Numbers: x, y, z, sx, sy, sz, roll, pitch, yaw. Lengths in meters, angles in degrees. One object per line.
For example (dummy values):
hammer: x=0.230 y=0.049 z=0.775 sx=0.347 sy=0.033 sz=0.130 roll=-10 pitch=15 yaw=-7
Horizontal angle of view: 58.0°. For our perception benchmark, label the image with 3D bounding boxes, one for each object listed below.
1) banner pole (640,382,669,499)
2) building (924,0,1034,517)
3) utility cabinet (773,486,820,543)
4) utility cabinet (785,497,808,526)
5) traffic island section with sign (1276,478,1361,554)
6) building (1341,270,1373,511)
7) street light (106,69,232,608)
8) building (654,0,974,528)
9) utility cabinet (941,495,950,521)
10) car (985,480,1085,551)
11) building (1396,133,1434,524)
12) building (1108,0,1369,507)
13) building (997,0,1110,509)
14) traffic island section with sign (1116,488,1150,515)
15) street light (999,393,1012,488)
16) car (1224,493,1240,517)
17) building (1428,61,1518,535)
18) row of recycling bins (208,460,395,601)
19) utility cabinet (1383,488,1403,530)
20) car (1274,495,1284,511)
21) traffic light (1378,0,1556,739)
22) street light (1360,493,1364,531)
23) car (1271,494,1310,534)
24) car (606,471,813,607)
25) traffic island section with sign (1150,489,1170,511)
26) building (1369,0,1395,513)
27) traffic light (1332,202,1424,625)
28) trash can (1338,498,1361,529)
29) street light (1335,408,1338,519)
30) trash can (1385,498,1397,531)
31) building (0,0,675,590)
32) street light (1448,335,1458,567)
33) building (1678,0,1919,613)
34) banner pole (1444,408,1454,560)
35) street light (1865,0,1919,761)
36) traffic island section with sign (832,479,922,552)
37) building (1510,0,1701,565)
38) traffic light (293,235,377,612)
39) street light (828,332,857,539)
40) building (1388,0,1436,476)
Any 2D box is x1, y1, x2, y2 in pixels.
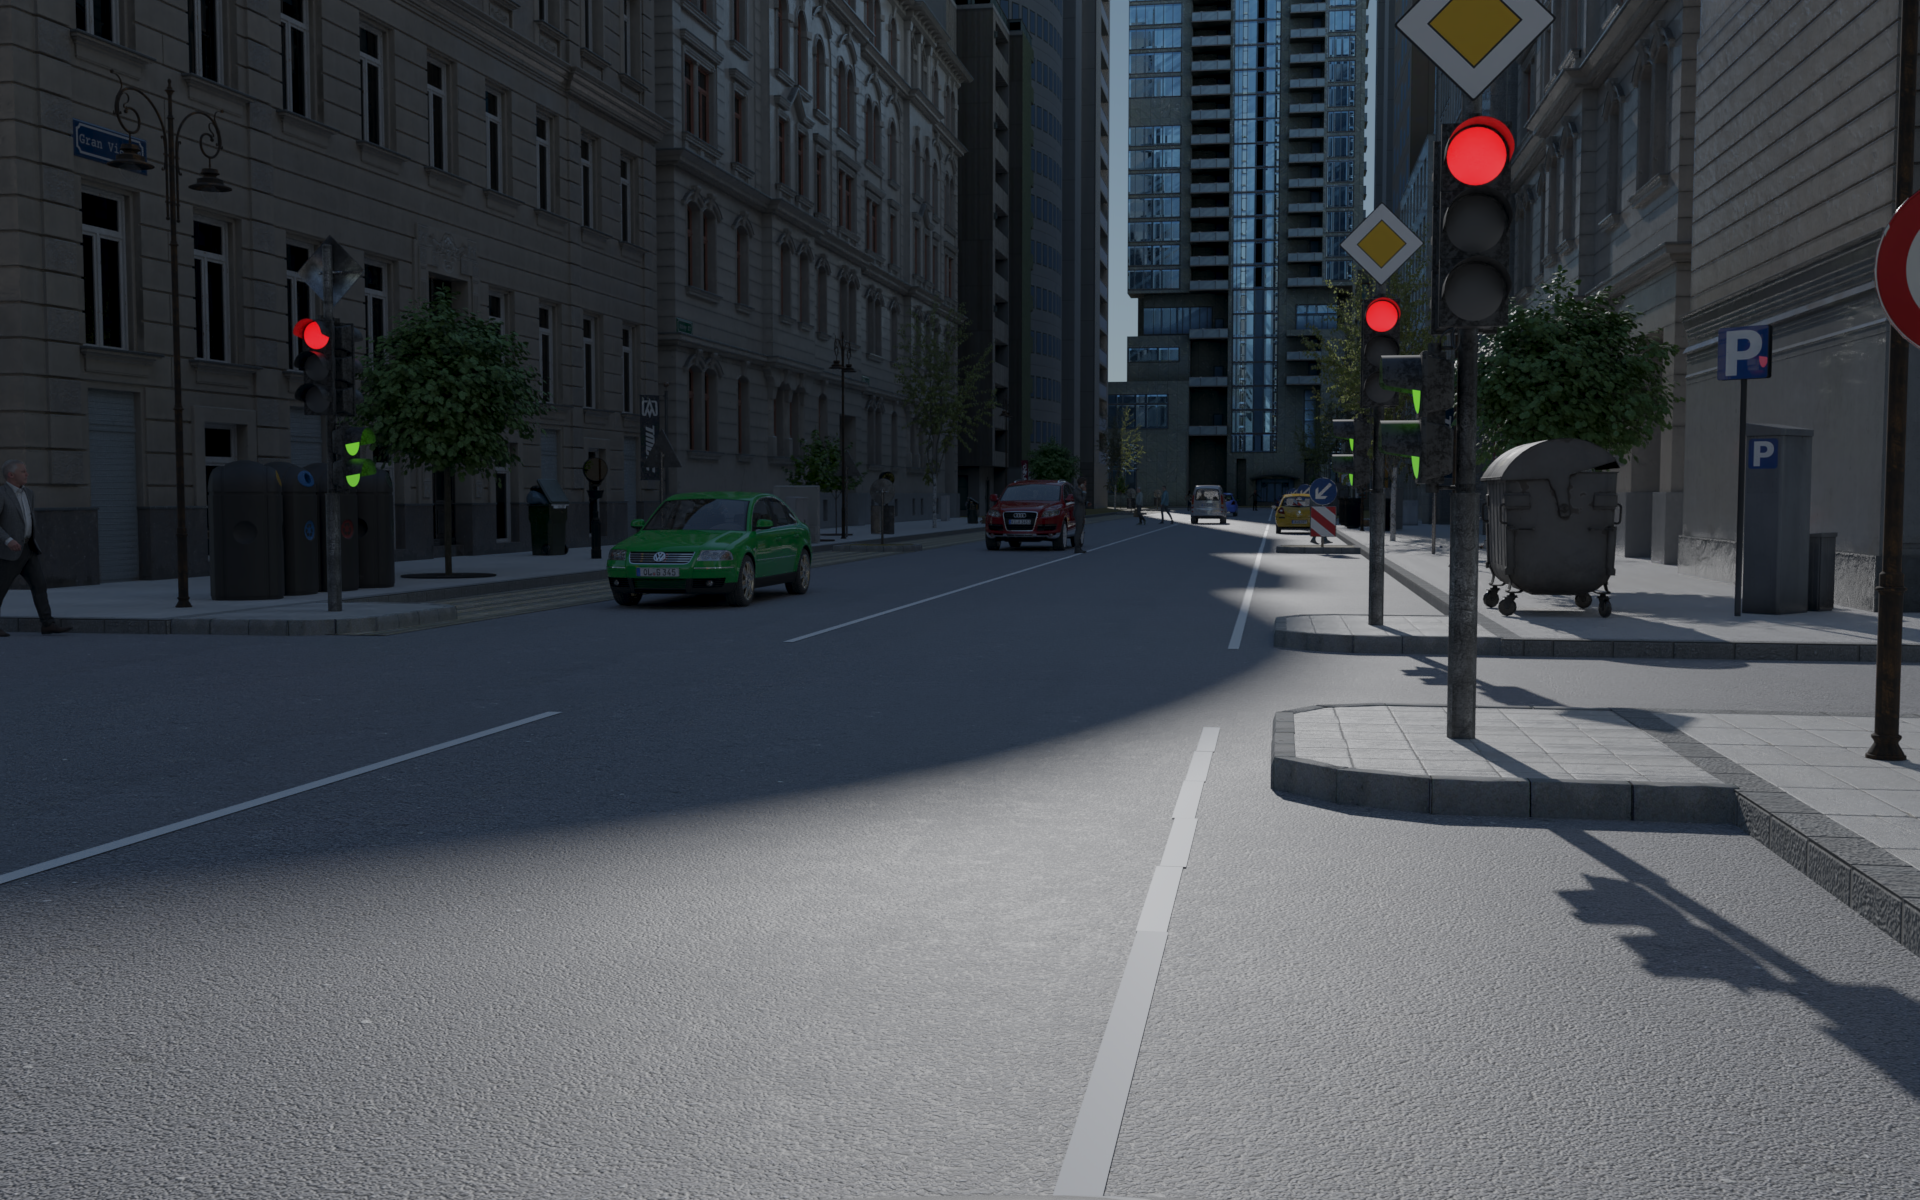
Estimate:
banner pole: x=-6.745 y=-2.970 z=38.577 sx=0.863 sy=3.779 sz=0.401 roll=-2 pitch=4 yaw=-32
building: x=-3.599 y=-20.184 z=101.717 sx=14.160 sy=30.474 sz=14.107 roll=1 pitch=4 yaw=10
utility cabinet: x=-4.236 y=-2.214 z=44.874 sx=1.173 sy=1.500 sz=0.318 roll=1 pitch=4 yaw=8
utility cabinet: x=-4.073 y=-1.970 z=43.365 sx=0.306 sy=1.237 sz=1.020 roll=1 pitch=4 yaw=12
traffic island section with sign: x=8.761 y=-2.067 z=42.418 sx=1.989 sy=1.847 sz=2.006 roll=1 pitch=4 yaw=10
building: x=46.768 y=-18.368 z=145.363 sx=27.650 sy=21.520 sz=28.899 roll=1 pitch=4 yaw=10
street light: x=-8.795 y=-2.854 z=19.444 sx=0.468 sy=5.910 sz=1.993 roll=1 pitch=4 yaw=10
building: x=-8.119 y=-18.095 z=83.249 sx=14.401 sy=28.519 sz=23.554 roll=1 pitch=4 yaw=10
utility cabinet: x=-0.700 y=-4.320 z=81.790 sx=0.306 sy=1.237 sz=1.020 roll=1 pitch=4 yaw=8
car: x=2.028 y=-2.260 z=45.621 sx=2.281 sy=1.827 sz=5.304 roll=1 pitch=4 yaw=12
building: x=26.396 y=-13.828 z=80.847 sx=10.420 sy=20.320 sz=16.860 roll=1 pitch=4 yaw=10
building: x=30.247 y=-53.416 z=186.028 sx=31.000 sy=86.520 sz=22.319 roll=1 pitch=4 yaw=10
building: x=-0.907 y=-37.606 z=156.861 sx=28.212 sy=58.520 sz=21.231 roll=1 pitch=4 yaw=10
traffic island section with sign: x=11.842 y=-6.770 z=119.320 sx=1.989 sy=1.847 sz=2.006 roll=1 pitch=4 yaw=10
street light: x=2.107 y=-6.500 z=79.068 sx=0.468 sy=5.910 sz=1.993 roll=1 pitch=4 yaw=10
car: x=17.039 y=-6.248 z=111.749 sx=1.945 sy=1.707 sz=3.694 roll=1 pitch=4 yaw=11
building: x=24.014 y=-14.924 z=62.026 sx=12.078 sy=24.808 sz=19.932 roll=1 pitch=4 yaw=10
row of recycling bins: x=-8.518 y=-0.940 z=22.476 sx=1.069 sy=1.692 sz=3.534 roll=1 pitch=4 yaw=11
utility cabinet: x=15.294 y=-3.235 z=61.575 sx=1.173 sy=1.500 sz=0.318 roll=-3 pitch=5 yaw=-44
car: x=27.762 y=-8.269 z=147.775 sx=1.945 sy=1.354 sz=3.894 roll=1 pitch=4 yaw=9
traffic light: x=2.622 y=-1.229 z=9.013 sx=0.839 sy=4.253 sz=0.868 roll=1 pitch=4 yaw=10
street light: x=13.922 y=-5.322 z=59.800 sx=0.468 sy=5.910 sz=1.993 roll=1 pitch=4 yaw=10
car: x=12.487 y=-3.276 z=63.782 sx=2.015 sy=1.641 sz=3.980 roll=1 pitch=4 yaw=11
car: x=-3.309 y=-0.901 z=23.531 sx=1.959 sy=1.807 sz=4.718 roll=1 pitch=4 yaw=10
traffic island section with sign: x=16.689 y=-8.392 z=145.838 sx=1.989 sy=1.847 sz=2.006 roll=1 pitch=4 yaw=10
building: x=38.551 y=-35.094 z=115.786 sx=21.231 sy=58.520 sz=28.212 roll=1 pitch=4 yaw=10
traffic light: x=4.059 y=-1.709 z=16.868 sx=0.839 sy=4.253 sz=0.868 roll=1 pitch=4 yaw=10
trash can: x=14.635 y=-3.230 z=64.462 sx=0.748 sy=1.137 sz=0.748 roll=0 pitch=3 yaw=0
street light: x=19.400 y=-7.124 z=89.272 sx=0.468 sy=5.910 sz=1.993 roll=1 pitch=4 yaw=10
trash can: x=14.727 y=-2.956 z=59.976 sx=0.748 sy=1.137 sz=0.748 roll=0 pitch=3 yaw=0
building: x=-15.793 y=-14.555 z=35.241 sx=12.463 sy=27.353 sz=25.104 roll=1 pitch=4 yaw=10
street light: x=8.679 y=-3.517 z=30.286 sx=0.468 sy=5.910 sz=1.993 roll=1 pitch=4 yaw=10
building: x=19.526 y=-10.519 z=21.138 sx=18.267 sy=20.994 sz=9.793 roll=1 pitch=4 yaw=10
banner pole: x=9.615 y=-2.679 z=33.818 sx=0.401 sy=3.779 sz=0.863 roll=-2 pitch=4 yaw=-34
street light: x=4.493 y=-2.167 z=8.226 sx=0.468 sy=5.910 sz=1.993 roll=1 pitch=4 yaw=10
traffic island section with sign: x=-2.015 y=-2.138 z=43.586 sx=1.989 sy=1.847 sz=2.006 roll=1 pitch=4 yaw=10
building: x=20.872 y=-15.470 z=40.320 sx=14.401 sy=28.519 sz=23.554 roll=1 pitch=4 yaw=10
traffic light: x=-6.825 y=-1.830 z=18.836 sx=0.839 sy=4.253 sz=0.868 roll=1 pitch=4 yaw=10
street light: x=-3.340 y=-4.690 z=49.477 sx=0.468 sy=5.910 sz=1.993 roll=1 pitch=4 yaw=10
building: x=31.524 y=-27.260 z=95.810 sx=14.600 sy=45.320 sz=14.200 roll=1 pitch=4 yaw=10
